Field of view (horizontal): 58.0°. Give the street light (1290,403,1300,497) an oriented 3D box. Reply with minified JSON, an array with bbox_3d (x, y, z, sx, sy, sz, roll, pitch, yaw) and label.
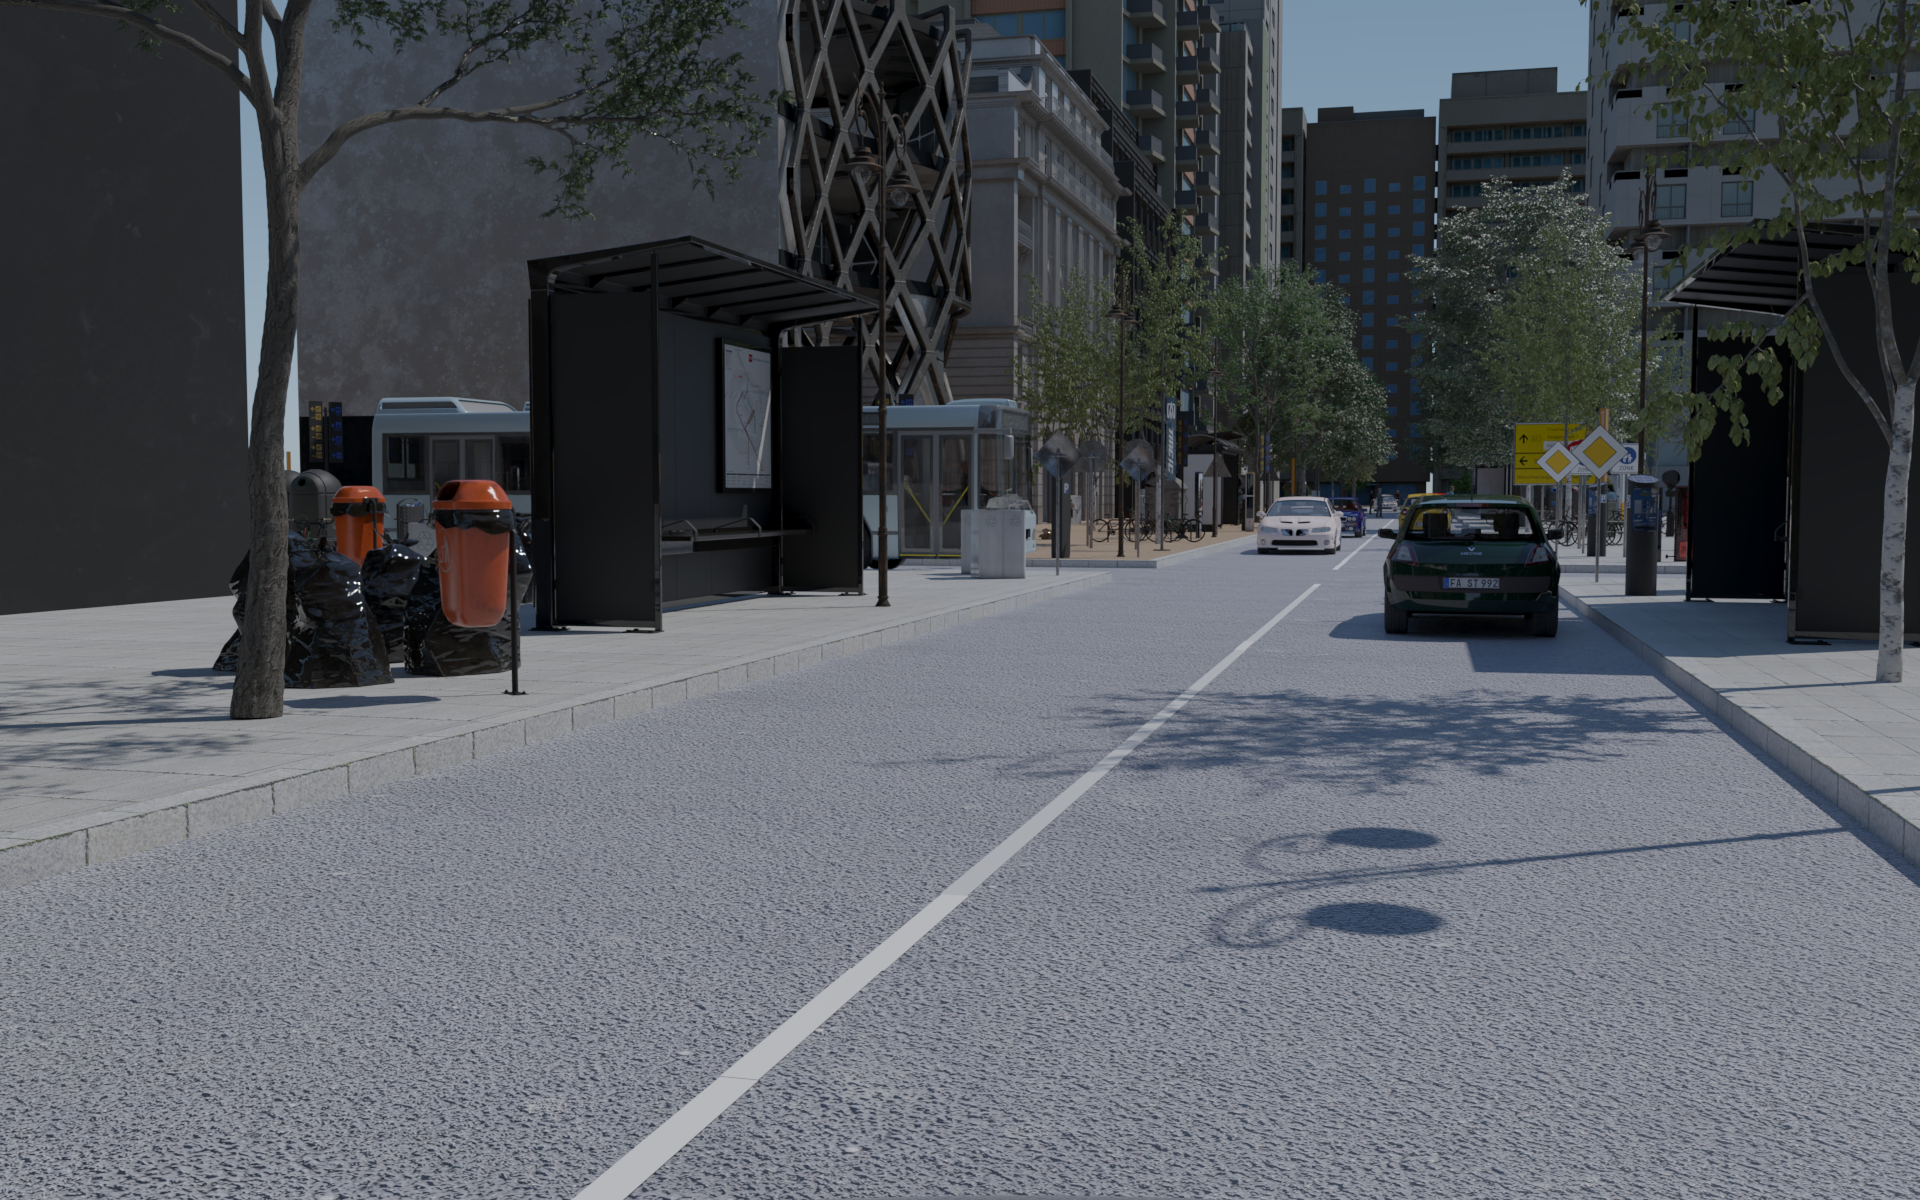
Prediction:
[{"bbox_3d":[16.271,-6.801,83.985,0.468,5.910,1.993,1,4,15],"label":"street light"}]

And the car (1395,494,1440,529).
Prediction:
[{"bbox_3d":[15.767,-2.966,58.721,2.015,1.641,3.980,1,4,15],"label":"car"}]

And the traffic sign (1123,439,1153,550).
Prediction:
[{"bbox_3d":[4.079,-2.440,39.994,0.768,2.556,0.104,2,4,25],"label":"traffic sign"}]

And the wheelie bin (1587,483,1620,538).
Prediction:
[{"bbox_3d":[18.951,-2.640,51.065,0.980,1.594,0.693,3,5,44],"label":"wheelie bin"}]

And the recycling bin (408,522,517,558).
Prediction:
[{"bbox_3d":[-4.416,-0.176,15.427,0.722,1.027,0.722,1,4,11],"label":"recycling bin"}]

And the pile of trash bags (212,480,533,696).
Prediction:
[{"bbox_3d":[-3.886,-0.141,12.064,1.912,1.369,3.447,-3,4,-37],"label":"pile of trash bags"}]

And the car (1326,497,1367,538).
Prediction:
[{"bbox_3d":[12.690,-2.784,58.092,1.945,1.354,3.894,1,4,16],"label":"car"}]

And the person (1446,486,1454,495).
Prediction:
[{"bbox_3d":[21.229,-4.052,75.090,0.444,1.785,0.601,-1,4,-21],"label":"person"}]

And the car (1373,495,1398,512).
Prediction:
[{"bbox_3d":[35.159,-8.002,143.187,2.083,1.381,4.827,1,4,13],"label":"car"}]

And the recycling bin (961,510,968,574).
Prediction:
[{"bbox_3d":[0.499,-0.934,27.820,0.722,1.027,0.722,3,4,38],"label":"recycling bin"}]

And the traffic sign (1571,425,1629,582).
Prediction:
[{"bbox_3d":[9.256,-1.313,25.118,0.795,2.450,0.064,1,4,15],"label":"traffic sign"}]

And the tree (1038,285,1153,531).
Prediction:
[{"bbox_3d":[4.703,-6.733,60.447,4.360,8.622,3.978,0,3,0],"label":"tree"}]

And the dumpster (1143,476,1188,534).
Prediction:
[{"bbox_3d":[6.648,-3.080,56.122,1.264,1.857,1.865,1,4,15],"label":"dumpster"}]

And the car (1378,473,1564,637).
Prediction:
[{"bbox_3d":[5.568,-0.558,18.914,2.009,1.686,4.222,1,4,16],"label":"car"}]

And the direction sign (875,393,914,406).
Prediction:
[{"bbox_3d":[-1.474,-2.885,39.162,0.876,3.537,0.379,-1,4,-15],"label":"direction sign"}]

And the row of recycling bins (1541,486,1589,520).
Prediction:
[{"bbox_3d":[30.018,-4.844,86.319,3.534,1.692,1.069,1,4,14],"label":"row of recycling bins"}]

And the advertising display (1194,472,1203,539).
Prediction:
[{"bbox_3d":[6.931,-2.755,50.263,0.123,1.923,0.974,1,4,15],"label":"advertising display"}]

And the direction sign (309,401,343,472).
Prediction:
[{"bbox_3d":[-15.509,-3.085,42.431,0.379,3.537,0.876,3,4,39],"label":"direction sign"}]

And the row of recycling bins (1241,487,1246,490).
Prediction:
[{"bbox_3d":[16.038,-5.914,103.806,1.069,1.692,3.534,-3,5,-41],"label":"row of recycling bins"}]

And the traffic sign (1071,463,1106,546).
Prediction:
[{"bbox_3d":[3.127,-2.589,42.338,0.884,2.594,0.081,2,4,24],"label":"traffic sign"}]

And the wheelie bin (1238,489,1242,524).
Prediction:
[{"bbox_3d":[11.694,-4.014,73.538,0.693,1.594,0.980,3,5,40],"label":"wheelie bin"}]

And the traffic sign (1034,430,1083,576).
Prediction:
[{"bbox_3d":[1.538,-1.441,27.196,0.795,2.450,0.064,1,4,15],"label":"traffic sign"}]

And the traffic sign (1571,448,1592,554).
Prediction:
[{"bbox_3d":[13.416,-2.146,37.220,0.606,2.300,0.079,1,4,22],"label":"traffic sign"}]

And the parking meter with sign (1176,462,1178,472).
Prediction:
[{"bbox_3d":[12.243,-5.976,93.969,0.543,3.016,1.738,2,4,25],"label":"parking meter with sign"}]

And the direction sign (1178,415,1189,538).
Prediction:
[{"bbox_3d":[6.451,-3.559,50.193,0.379,3.537,0.876,-1,4,-10],"label":"direction sign"}]

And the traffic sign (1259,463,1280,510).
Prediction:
[{"bbox_3d":[12.608,-4.320,70.629,0.884,2.594,0.081,2,4,23],"label":"traffic sign"}]

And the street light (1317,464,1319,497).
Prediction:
[{"bbox_3d":[20.659,-7.781,100.007,0.468,5.910,1.993,1,4,15],"label":"street light"}]

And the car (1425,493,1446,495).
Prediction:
[{"bbox_3d":[24.607,-4.944,89.870,2.155,1.783,4.494,1,4,15],"label":"car"}]

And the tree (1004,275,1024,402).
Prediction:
[{"bbox_3d":[3.227,-6.401,55.015,4.737,8.622,4.395,0,3,0],"label":"tree"}]

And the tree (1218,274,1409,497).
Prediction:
[{"bbox_3d":[17.988,-10.599,90.300,9.611,12.733,9.660,0,3,0],"label":"tree"}]

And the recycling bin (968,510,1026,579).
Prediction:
[{"bbox_3d":[0.580,-0.851,26.474,0.722,1.027,0.722,-1,4,-11],"label":"recycling bin"}]

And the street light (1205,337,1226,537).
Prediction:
[{"bbox_3d":[7.542,-4.798,51.234,0.468,5.910,1.993,1,4,15],"label":"street light"}]

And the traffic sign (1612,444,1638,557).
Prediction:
[{"bbox_3d":[13.466,-2.012,35.033,0.606,2.300,0.079,1,4,15],"label":"traffic sign"}]

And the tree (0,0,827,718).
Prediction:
[{"bbox_3d":[-3.700,-4.603,9.676,7.601,10.594,8.767,-1,4,-10],"label":"tree"}]

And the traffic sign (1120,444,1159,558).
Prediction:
[{"bbox_3d":[3.601,-1.912,34.911,0.795,2.450,0.064,1,4,15],"label":"traffic sign"}]

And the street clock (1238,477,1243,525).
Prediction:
[{"bbox_3d":[11.355,-4.064,71.022,0.471,2.002,0.358,2,4,35],"label":"street clock"}]

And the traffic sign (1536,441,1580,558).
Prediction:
[{"bbox_3d":[11.320,-1.785,32.832,0.795,2.450,0.064,1,4,15],"label":"traffic sign"}]

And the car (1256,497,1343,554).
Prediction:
[{"bbox_3d":[8.412,-1.858,42.740,2.083,1.381,4.827,1,4,15],"label":"car"}]

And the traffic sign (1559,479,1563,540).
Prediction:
[{"bbox_3d":[16.884,-2.970,48.662,0.768,2.556,0.104,2,4,24],"label":"traffic sign"}]

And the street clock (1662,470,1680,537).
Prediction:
[{"bbox_3d":[21.282,-2.893,51.873,0.471,2.002,0.358,0,4,3],"label":"street clock"}]

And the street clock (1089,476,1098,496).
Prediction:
[{"bbox_3d":[5.381,-3.988,69.768,0.358,2.002,0.471,1,4,9],"label":"street clock"}]

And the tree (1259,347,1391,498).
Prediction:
[{"bbox_3d":[21.911,-11.602,107.813,7.486,12.596,7.792,0,3,0],"label":"tree"}]

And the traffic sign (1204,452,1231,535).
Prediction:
[{"bbox_3d":[7.973,-3.286,53.723,0.884,2.594,0.081,2,4,25],"label":"traffic sign"}]

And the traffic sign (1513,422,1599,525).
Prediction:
[{"bbox_3d":[16.873,-3.379,49.117,2.265,3.308,0.079,1,4,23],"label":"traffic sign"}]

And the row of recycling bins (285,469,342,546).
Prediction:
[{"bbox_3d":[-11.903,-1.392,29.880,3.534,1.692,1.069,2,4,34],"label":"row of recycling bins"}]

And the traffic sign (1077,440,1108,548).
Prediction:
[{"bbox_3d":[3.100,-2.494,40.887,0.768,2.556,0.104,1,4,21],"label":"traffic sign"}]

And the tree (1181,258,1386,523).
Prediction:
[{"bbox_3d":[13.313,-9.246,76.922,9.928,11.665,9.643,0,3,0],"label":"tree"}]

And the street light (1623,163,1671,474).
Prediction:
[{"bbox_3d":[9.699,-3.168,24.589,0.468,5.910,1.993,1,4,15],"label":"street light"}]

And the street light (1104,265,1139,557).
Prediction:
[{"bbox_3d":[3.283,-3.816,35.176,0.468,5.910,1.993,1,4,15],"label":"street light"}]

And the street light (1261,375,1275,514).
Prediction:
[{"bbox_3d":[11.935,-5.778,67.255,0.468,5.910,1.993,1,4,15],"label":"street light"}]

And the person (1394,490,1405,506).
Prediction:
[{"bbox_3d":[40.176,-9.164,158.858,1.217,1.766,0.721,2,4,33],"label":"person"}]

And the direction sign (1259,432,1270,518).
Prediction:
[{"bbox_3d":[11.193,-4.386,63.700,0.379,3.537,0.876,2,4,33],"label":"direction sign"}]

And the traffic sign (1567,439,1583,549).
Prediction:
[{"bbox_3d":[14.486,-2.467,40.440,0.768,2.556,0.104,1,4,17],"label":"traffic sign"}]

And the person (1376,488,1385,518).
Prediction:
[{"bbox_3d":[25.575,-5.906,105.240,0.590,1.801,0.661,1,4,21],"label":"person"}]

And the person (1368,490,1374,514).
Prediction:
[{"bbox_3d":[29.050,-6.898,122.113,0.721,1.723,1.217,1,4,18],"label":"person"}]

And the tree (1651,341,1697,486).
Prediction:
[{"bbox_3d":[34.497,-7.977,80.788,4.360,8.622,3.978,0,3,0],"label":"tree"}]

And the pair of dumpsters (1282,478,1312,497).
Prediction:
[{"bbox_3d":[19.657,-6.034,101.153,1.574,2.255,4.437,1,4,15],"label":"pair of dumpsters"}]

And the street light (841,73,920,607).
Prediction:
[{"bbox_3d":[-0.879,-2.863,19.604,0.468,5.910,1.993,1,4,15],"label":"street light"}]
